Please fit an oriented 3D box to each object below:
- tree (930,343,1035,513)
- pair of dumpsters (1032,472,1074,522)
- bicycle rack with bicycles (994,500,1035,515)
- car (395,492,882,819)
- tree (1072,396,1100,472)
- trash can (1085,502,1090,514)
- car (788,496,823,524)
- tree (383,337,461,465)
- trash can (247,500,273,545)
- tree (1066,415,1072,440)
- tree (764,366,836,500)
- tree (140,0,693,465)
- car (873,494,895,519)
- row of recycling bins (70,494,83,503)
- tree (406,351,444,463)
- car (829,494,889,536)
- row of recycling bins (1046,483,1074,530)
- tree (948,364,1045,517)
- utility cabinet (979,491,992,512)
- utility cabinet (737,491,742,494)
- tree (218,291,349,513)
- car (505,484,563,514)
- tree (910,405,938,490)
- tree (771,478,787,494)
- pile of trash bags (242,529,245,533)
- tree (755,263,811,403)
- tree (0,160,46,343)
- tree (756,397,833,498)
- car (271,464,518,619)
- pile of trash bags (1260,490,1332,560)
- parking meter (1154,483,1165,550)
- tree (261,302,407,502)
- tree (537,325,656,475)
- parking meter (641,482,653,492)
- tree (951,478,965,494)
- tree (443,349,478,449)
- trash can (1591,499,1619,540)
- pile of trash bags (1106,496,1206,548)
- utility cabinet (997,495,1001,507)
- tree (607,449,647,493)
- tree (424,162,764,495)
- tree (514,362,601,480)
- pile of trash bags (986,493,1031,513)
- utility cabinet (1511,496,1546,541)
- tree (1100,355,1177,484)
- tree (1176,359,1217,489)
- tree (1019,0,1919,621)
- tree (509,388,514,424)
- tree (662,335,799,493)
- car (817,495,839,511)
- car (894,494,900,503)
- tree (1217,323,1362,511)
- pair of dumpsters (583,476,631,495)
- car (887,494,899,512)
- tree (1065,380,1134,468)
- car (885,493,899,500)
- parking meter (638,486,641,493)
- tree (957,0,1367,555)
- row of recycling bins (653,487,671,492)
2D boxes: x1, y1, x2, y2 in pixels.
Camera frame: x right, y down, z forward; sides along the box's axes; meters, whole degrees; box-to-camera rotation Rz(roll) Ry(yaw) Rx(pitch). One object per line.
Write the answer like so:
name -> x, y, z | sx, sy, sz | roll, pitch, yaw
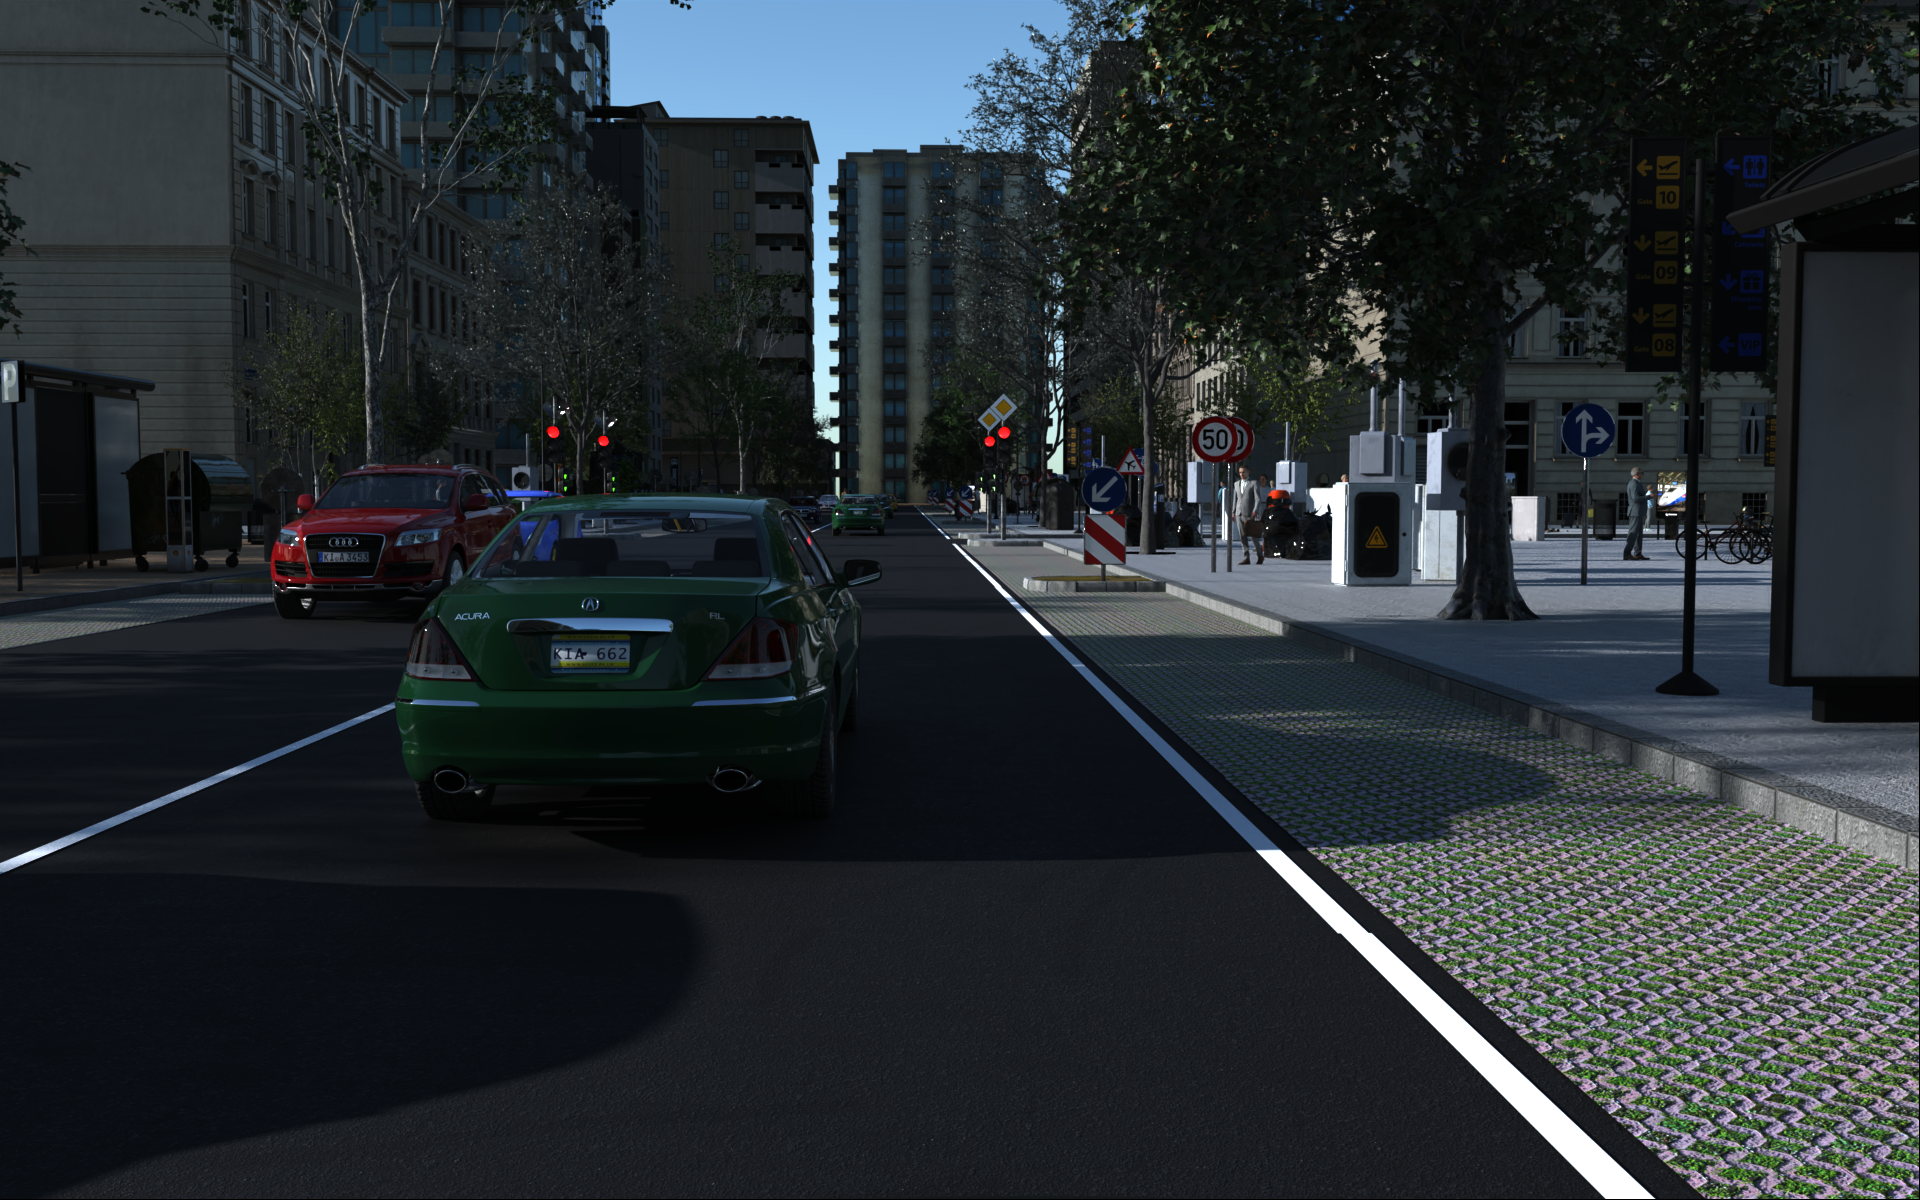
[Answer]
tree -> 1.862, -11.761, 118.052 | 9.928, 11.665, 9.643 | 0, 3, 0
pair of dumpsters -> 4.189, -4.594, 77.604 | 1.574, 2.255, 4.437 | 0, 4, -2
bicycle rack with bicycles -> 3.362, -5.592, 104.815 | 2.852, 0.926, 2.925 | 0, 4, -7
car -> -1.488, 0.166, 9.083 | 2.131, 1.459, 4.920 | 0, 4, -1
tree -> 9.504, -9.163, 100.179 | 4.737, 8.622, 4.395 | 0, 3, 0
trash can -> 5.842, -3.962, 76.430 | 0.748, 1.137, 0.748 | 0, 3, 0
car -> -7.581, -4.331, 83.398 | 1.945, 1.354, 3.894 | 0, 4, -3
tree -> -25.310, -8.018, 81.463 | 4.360, 8.622, 3.978 | 0, 3, 0
trash can -> -17.755, -1.975, 43.939 | 0.748, 1.137, 0.748 | 0, 3, 0
tree -> 9.816, -10.679, 124.961 | 4.737, 8.622, 4.395 | 0, 3, 0
tree -> -16.992, -15.535, 164.367 | 12.009, 13.543, 11.850 | 0, 3, 0
tree -> -12.000, -11.133, 37.913 | 12.611, 20.169, 13.585 | 0, 3, 0
car -> -4.895, -5.552, 102.573 | 2.131, 1.459, 4.920 | 0, 4, -3
row of recycling bins -> -20.655, -2.239, 43.719 | 3.534, 1.692, 1.069 | 0, 4, -1
tree -> -25.261, -7.529, 73.466 | 4.737, 8.622, 4.395 | 0, 3, 0
car -> -3.553, -3.006, 60.940 | 2.131, 1.459, 4.920 | 0, 4, -3
row of recycling bins -> 3.607, -3.433, 63.241 | 1.069, 1.692, 3.534 | 0, 4, 1
tree -> 2.350, -9.014, 97.747 | 4.360, 8.622, 3.978 | 0, 3, 0
utility cabinet -> 1.800, -6.858, 120.800 | 0.318, 1.500, 1.173 | -2, 4, -35
utility cabinet -> -15.844, -7.078, 124.400 | 0.318, 1.500, 1.173 | -1, 4, -10
tree -> -24.035, -6.850, 62.358 | 4.360, 8.622, 3.978 | 0, 3, 0
car -> -7.723, -1.274, 30.415 | 1.945, 1.707, 3.694 | 0, 4, -2
tree -> 1.088, -14.101, 147.559 | 9.611, 12.733, 9.660 | 0, 3, 0
tree -> -17.963, -10.845, 171.914 | 1.663, 3.219, 1.824 | 0, 3, 0
pile of trash bags -> -24.594, -2.900, 57.165 | 1.912, 1.369, 3.447 | 0, 4, -8
tree -> -17.300, -16.656, 128.214 | 12.611, 20.169, 13.585 | 0, 3, 0
tree -> -12.049, -5.870, 12.990 | 9.611, 12.733, 9.660 | 0, 3, 0
tree -> -19.177, -17.249, 199.027 | 9.611, 12.733, 9.660 | 0, 3, 0
car -> -6.875, -0.793, 21.634 | 2.281, 1.827, 5.304 | 0, 4, -2
pile of trash bags -> 6.986, -1.554, 35.161 | 1.912, 1.369, 3.447 | -1, 4, -12
parking meter -> 4.548, -1.937, 40.078 | 0.372, 1.533, 0.369 | 0, 3, 0
tree -> -24.897, -7.168, 67.561 | 4.737, 8.622, 4.395 | 0, 3, 0
tree -> -24.242, -12.082, 115.666 | 7.486, 12.596, 7.792 | 0, 3, 0
parking meter -> -15.248, -4.836, 84.781 | 0.399, 1.863, 0.255 | 2, 4, 27
tree -> -0.115, -10.637, 168.523 | 1.663, 3.219, 1.824 | 0, 3, 0
tree -> -26.484, -8.365, 87.132 | 4.737, 8.622, 4.395 | 0, 3, 0
trash can -> 18.030, -2.250, 48.443 | 0.748, 1.137, 0.748 | 0, 3, 0
pile of trash bags -> 4.570, -2.034, 43.013 | 1.912, 1.369, 3.447 | -2, 4, -28
utility cabinet -> 2.518, -6.246, 113.289 | 0.306, 1.237, 1.020 | 0, 4, 5
tree -> -14.274, -4.888, 74.521 | 1.663, 3.219, 1.824 | 0, 3, 0
tree -> -14.132, -9.405, 64.135 | 12.009, 13.543, 11.850 | 0, 3, 0
tree -> -22.120, -8.887, 95.671 | 4.737, 8.622, 4.395 | 0, 3, 0
pile of trash bags -> 3.487, -6.461, 115.394 | 3.447, 1.369, 1.912 | -1, 4, -10
utility cabinet -> 15.619, -2.229, 47.609 | 0.306, 1.237, 1.020 | -2, 4, -25
tree -> 10.232, -8.484, 89.081 | 4.737, 8.622, 4.395 | 0, 3, 0
tree -> 12.504, -7.804, 77.962 | 4.737, 8.622, 4.395 | 0, 3, 0
tree -> 5.353, -6.153, 17.607 | 9.611, 12.733, 9.660 | 0, 3, 0
tree -> -24.655, -9.295, 102.331 | 4.737, 8.622, 4.395 | 0, 3, 0
tree -> -16.094, -11.537, 114.383 | 9.928, 11.665, 9.643 | 0, 3, 0
car -> -10.211, -7.505, 135.075 | 2.083, 1.381, 4.827 | 0, 4, -3
car -> -7.362, -10.468, 180.192 | 2.155, 1.783, 4.494 | 0, 4, 0
tree -> 12.431, -6.929, 63.656 | 4.737, 8.622, 4.395 | 0, 3, 0
pair of dumpsters -> -15.996, -4.644, 78.416 | 1.574, 2.255, 4.437 | 0, 4, -2
car -> -5.880, -7.860, 138.729 | 2.015, 1.641, 3.980 | 0, 4, 0
tree -> 8.572, -9.539, 106.332 | 4.360, 8.622, 3.978 | 0, 3, 0
car -> -6.715, -9.215, 159.702 | 2.155, 1.783, 4.494 | 0, 4, -3
parking meter -> -16.160, -5.034, 88.018 | 0.399, 1.863, 0.255 | -3, 4, -36
tree -> 4.033, -7.710, 36.436 | 12.009, 13.543, 11.850 | 0, 3, 0
row of recycling bins -> -17.268, -5.479, 96.695 | 1.069, 1.692, 3.534 | 1, 4, 20
